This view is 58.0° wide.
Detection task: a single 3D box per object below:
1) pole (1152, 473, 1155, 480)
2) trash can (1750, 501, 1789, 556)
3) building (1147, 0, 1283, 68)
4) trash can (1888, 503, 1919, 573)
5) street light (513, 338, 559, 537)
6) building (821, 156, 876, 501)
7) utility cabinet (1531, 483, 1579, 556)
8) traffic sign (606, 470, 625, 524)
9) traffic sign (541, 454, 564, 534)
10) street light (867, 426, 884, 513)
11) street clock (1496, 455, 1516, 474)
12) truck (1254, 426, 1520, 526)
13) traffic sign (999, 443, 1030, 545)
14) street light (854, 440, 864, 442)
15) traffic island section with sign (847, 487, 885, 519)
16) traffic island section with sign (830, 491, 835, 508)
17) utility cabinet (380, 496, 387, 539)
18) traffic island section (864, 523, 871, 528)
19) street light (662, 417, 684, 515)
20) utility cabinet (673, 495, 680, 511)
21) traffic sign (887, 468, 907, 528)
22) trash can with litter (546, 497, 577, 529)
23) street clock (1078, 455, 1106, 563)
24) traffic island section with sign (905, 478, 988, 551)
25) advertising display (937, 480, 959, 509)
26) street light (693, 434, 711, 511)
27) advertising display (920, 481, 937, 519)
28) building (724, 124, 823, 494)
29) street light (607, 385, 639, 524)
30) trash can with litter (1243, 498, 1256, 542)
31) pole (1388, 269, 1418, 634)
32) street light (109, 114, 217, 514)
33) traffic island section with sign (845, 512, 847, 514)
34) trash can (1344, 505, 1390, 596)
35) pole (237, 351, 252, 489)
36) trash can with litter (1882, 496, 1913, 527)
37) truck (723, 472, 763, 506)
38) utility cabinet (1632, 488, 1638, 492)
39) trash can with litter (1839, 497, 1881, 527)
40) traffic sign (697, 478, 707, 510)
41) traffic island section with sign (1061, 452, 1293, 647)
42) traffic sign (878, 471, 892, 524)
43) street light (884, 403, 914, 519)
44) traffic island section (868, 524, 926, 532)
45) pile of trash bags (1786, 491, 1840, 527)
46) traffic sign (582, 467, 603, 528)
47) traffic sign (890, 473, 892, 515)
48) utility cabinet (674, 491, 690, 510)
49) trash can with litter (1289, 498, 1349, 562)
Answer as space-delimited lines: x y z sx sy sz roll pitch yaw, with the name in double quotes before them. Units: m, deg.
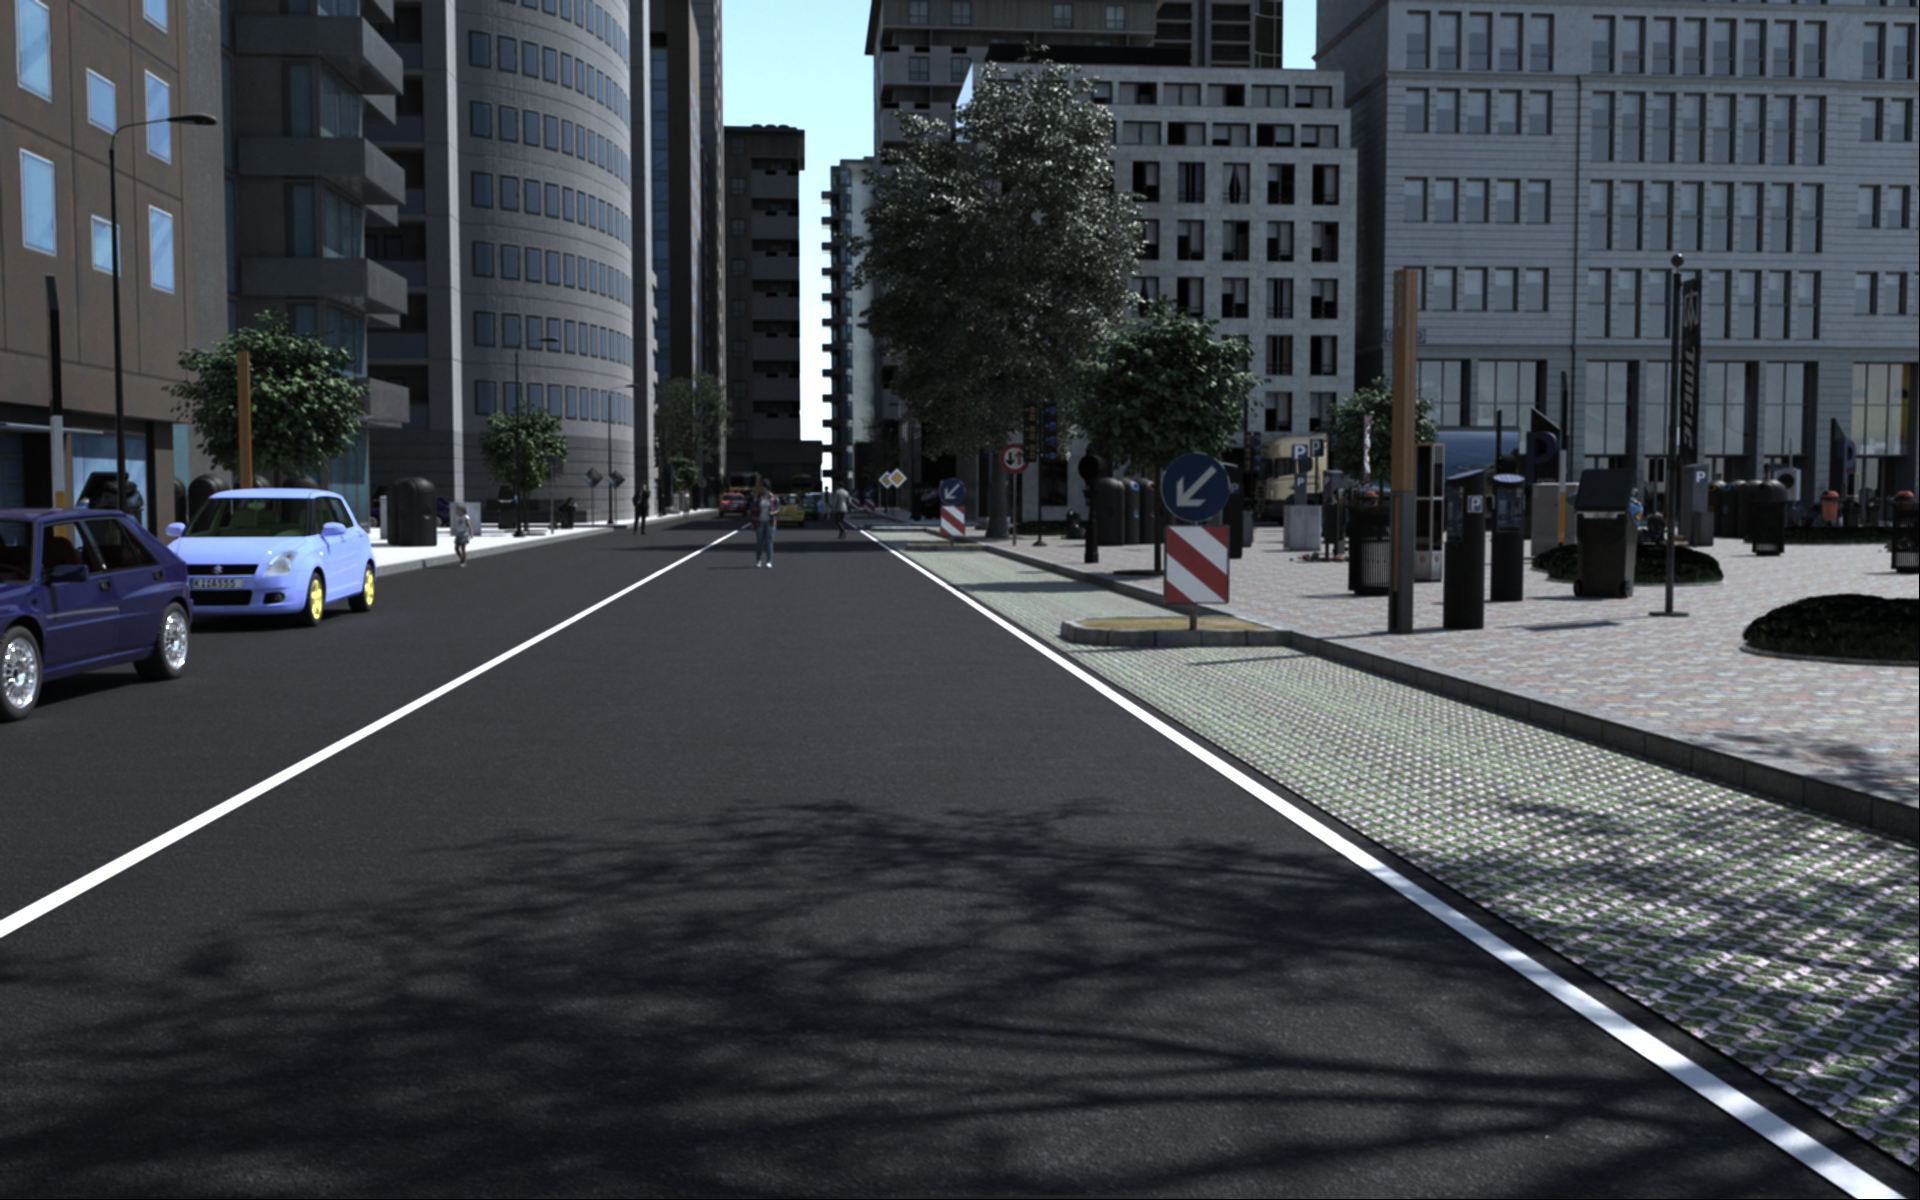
"pole" 8.522 -5.027 76.028 0.158 3.312 0.155 0 3 0
"trash can" 16.876 -1.498 36.138 0.748 1.137 0.748 0 3 0
"building" 35.307 -49.492 247.453 20.611 71.187 20.563 0 4 -5
"trash can" 15.513 -1.011 28.186 0.748 1.137 0.748 0 3 0
"street light" -12.598 -4.829 51.496 1.470 5.913 1.316 0 4 -5
"building" -4.373 -38.284 245.553 30.456 49.044 23.786 0 4 -5
"utility cabinet" 11.949 -1.585 34.598 0.318 1.500 1.173 -2 4 -26
"traffic sign" -14.573 -4.262 73.319 0.795 2.450 0.064 0 4 -5
"traffic sign" -13.105 -3.395 55.611 0.768 2.556 0.104 0 4 -3
"street light" -5.648 -8.951 118.895 1.470 5.913 1.316 0 4 -5
"street clock" 10.020 -1.667 31.828 0.358 2.002 0.471 0 4 0
"truck" 17.393 -5.099 72.289 11.283 4.237 2.839 0 4 -4
"traffic sign" 1.361 -2.636 43.208 0.768 2.556 0.104 0 4 -3
"street light" -8.404 -10.800 149.128 1.470 5.913 1.316 0 4 -5
"traffic island section with sign" -5.365 -5.574 99.757 1.989 1.847 2.006 0 4 -5
"traffic island section with sign" -12.173 -10.222 175.750 1.989 1.847 2.006 0 4 -5
"utility cabinet" -15.962 -2.333 49.299 1.020 1.237 0.306 -1 4 -13
"traffic island section" -3.099 -3.188 74.399 2.009 0.180 2.903 0 4 -5
"street light" -17.195 -8.025 103.744 1.470 5.913 1.316 0 4 -5
"utility cabinet" -19.549 -6.520 117.767 1.020 1.237 0.306 -3 5 -44
"traffic sign" -2.411 -3.836 66.366 0.795 2.450 0.064 0 4 -5
"trash can with litter" -14.598 -3.183 63.434 1.055 1.170 0.624 -3 4 -36
"street clock" 2.449 -1.690 32.199 0.471 2.002 0.358 3 4 37
"traffic island section with sign" -0.368 -2.156 43.886 1.989 1.847 2.006 0 4 -5
"advertising display" -0.486 -4.366 76.597 0.974 1.923 0.123 2 4 35
"street light" -19.962 -9.874 133.976 1.470 5.913 1.316 0 4 -5
"advertising display" -1.594 -5.082 88.308 0.974 1.923 0.123 -1 4 -11
"building" -33.495 -40.156 245.789 27.495 52.752 28.713 0 4 -5
"street light" -14.315 -6.176 73.523 1.470 5.913 1.316 0 4 -5
"trash can with litter" 7.511 -2.111 45.907 0.624 1.170 1.055 1 4 15
"pole" 4.061 -1.347 15.872 0.158 3.312 0.155 0 3 0
"street light" -9.781 -2.980 21.269 1.470 5.913 1.316 0 4 -5
"traffic island section with sign" -7.787 -7.231 126.856 1.989 1.847 2.006 0 4 -5
"trash can" 5.250 -0.633 22.003 0.748 1.137 0.748 0 3 0
"pole" -10.263 -1.898 24.884 0.158 3.312 0.155 0 3 0
"trash can with litter" 35.432 -3.317 65.283 2.233 1.210 1.678 -2 4 -25
"truck" -19.270 -9.765 155.583 3.469 3.379 9.791 0 4 -4
"utility cabinet" 24.869 -3.459 65.230 1.173 1.500 0.318 3 5 44
"trash can with litter" 29.575 -2.796 57.098 1.055 1.170 0.624 0 4 -5
"traffic sign" -20.334 -8.353 136.682 0.768 2.556 0.104 0 4 -4
"traffic island section with sign" 2.040 -0.514 17.038 1.989 1.847 2.006 0 4 -5
"traffic sign" -3.122 -4.323 74.319 0.795 2.450 0.064 0 4 -5
"street light" -2.966 -7.102 88.655 1.470 5.913 1.316 0 4 -5
"traffic island section" -2.388 -2.701 66.445 2.009 0.180 2.903 0 4 -5
"pile of trash bags" 27.735 -2.872 56.705 1.912 1.369 3.447 0 4 -3
"traffic sign" -13.861 -3.775 65.366 0.795 2.450 0.064 0 4 -5
"traffic sign" -4.214 -6.450 105.559 0.768 2.556 0.104 0 4 -5
"utility cabinet" -21.493 -7.655 133.832 1.173 1.500 0.318 -2 4 -29
"trash can with litter" 7.153 -1.370 33.451 1.678 1.210 2.233 0 4 -6
